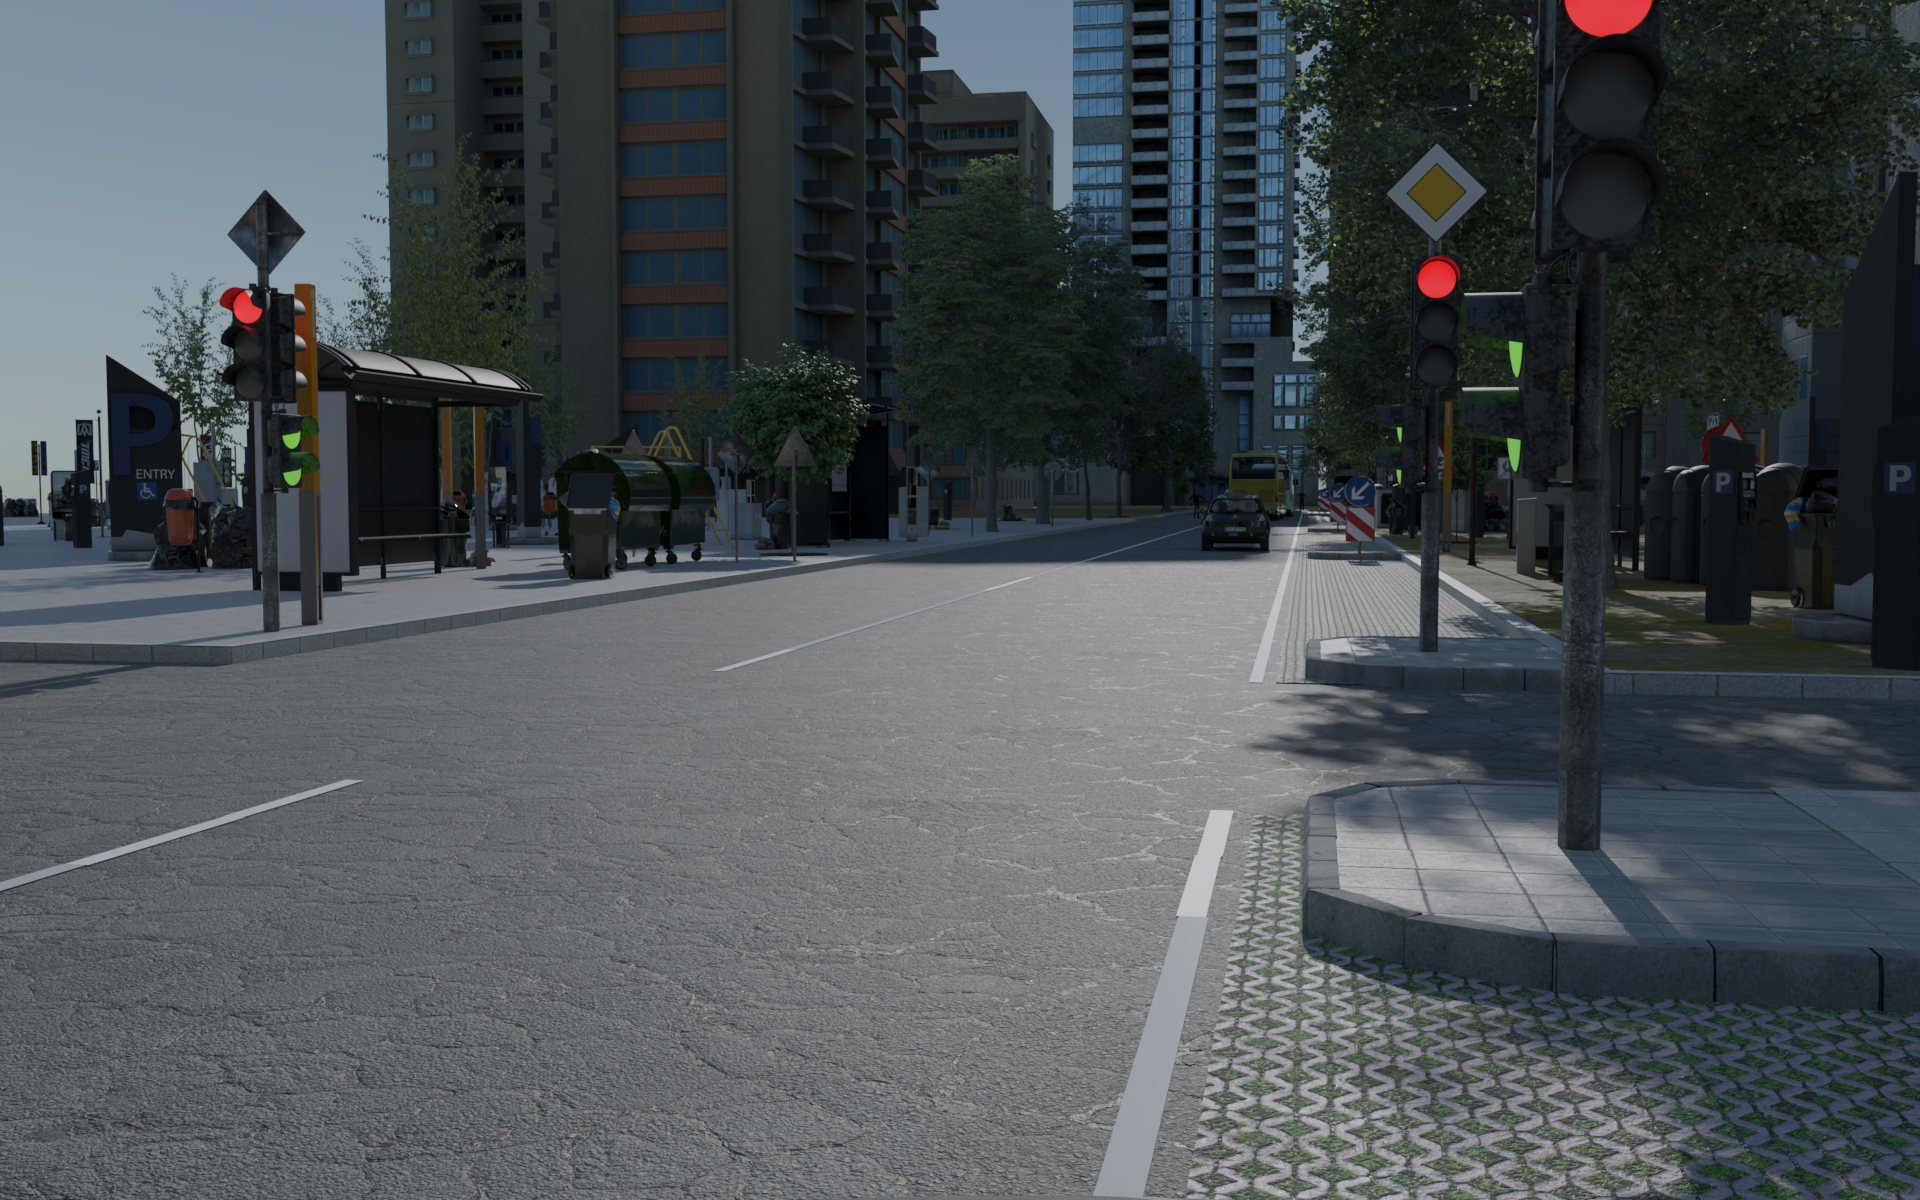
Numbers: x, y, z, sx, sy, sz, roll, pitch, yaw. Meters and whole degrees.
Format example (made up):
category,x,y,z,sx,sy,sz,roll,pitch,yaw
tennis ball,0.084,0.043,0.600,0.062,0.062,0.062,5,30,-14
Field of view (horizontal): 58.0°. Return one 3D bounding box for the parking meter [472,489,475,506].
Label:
category,x,y,z,sx,sy,sz,roll,pitch,yaw
parking meter,-26.420,-5.270,94.580,0.372,1.533,0.369,0,3,0

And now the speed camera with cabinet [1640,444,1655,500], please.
category,x,y,z,sx,sy,sz,roll,pitch,yaw
speed camera with cabinet,26.437,-4.549,68.720,2.038,3.252,0.660,1,4,17

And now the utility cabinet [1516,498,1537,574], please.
category,x,y,z,sx,sy,sz,roll,pitch,yaw
utility cabinet,9.272,-1.053,28.384,0.306,1.237,1.020,1,4,17

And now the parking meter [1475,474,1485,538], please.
category,x,y,z,sx,sy,sz,roll,pitch,yaw
parking meter,15.261,-2.776,51.092,0.255,1.863,0.399,-1,4,-15

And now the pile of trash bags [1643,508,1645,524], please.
category,x,y,z,sx,sy,sz,roll,pitch,yaw
pile of trash bags,29.698,-3.960,74.499,3.447,1.369,1.912,1,4,15

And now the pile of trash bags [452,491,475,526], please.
category,x,y,z,sx,sy,sz,roll,pitch,yaw
pile of trash bags,-14.096,-2.053,43.324,3.447,1.369,1.912,-2,4,-24

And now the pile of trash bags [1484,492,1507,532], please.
category,x,y,z,sx,sy,sz,roll,pitch,yaw
pile of trash bags,18.800,-3.043,59.501,1.912,1.369,3.447,0,4,-7

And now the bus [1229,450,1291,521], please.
category,x,y,z,sx,sy,sz,roll,pitch,yaw
bus,16.645,-6.393,96.073,2.896,3.916,12.252,1,4,13

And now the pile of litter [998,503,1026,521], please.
category,x,y,z,sx,sy,sz,roll,pitch,yaw
pile of litter,2.428,-4.152,81.856,1.176,0.858,1.719,-1,4,-22

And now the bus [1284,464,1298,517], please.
category,x,y,z,sx,sy,sz,roll,pitch,yaw
bus,20.284,-7.163,111.967,2.948,3.499,13.247,1,4,12

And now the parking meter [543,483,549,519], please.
category,x,y,z,sx,sy,sz,roll,pitch,yaw
parking meter,-21.247,-5.100,89.100,0.255,1.863,0.399,2,4,34

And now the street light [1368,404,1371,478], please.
category,x,y,z,sx,sy,sz,roll,pitch,yaw
street light,20.525,-6.975,86.837,0.468,5.910,1.993,1,4,11

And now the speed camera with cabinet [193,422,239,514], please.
category,x,y,z,sx,sy,sz,roll,pitch,yaw
speed camera with cabinet,-20.612,-3.280,47.971,0.660,3.252,2.038,0,4,-5

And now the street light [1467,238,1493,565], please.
category,x,y,z,sx,sy,sz,roll,pitch,yaw
street light,9.248,-3.568,31.120,0.468,5.910,1.993,1,4,11

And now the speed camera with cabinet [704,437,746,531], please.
category,x,y,z,sx,sy,sz,roll,pitch,yaw
speed camera with cabinet,-8.388,-4.060,60.716,0.660,3.252,2.038,2,4,35

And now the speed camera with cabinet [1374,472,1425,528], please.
category,x,y,z,sx,sy,sz,roll,pitch,yaw
speed camera with cabinet,17.019,-4.418,66.563,2.038,3.252,0.660,0,4,2

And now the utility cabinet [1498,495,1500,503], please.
category,x,y,z,sx,sy,sz,roll,pitch,yaw
utility cabinet,23.579,-4.051,77.402,1.020,1.237,0.306,0,4,7

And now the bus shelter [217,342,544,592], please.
category,x,y,z,sx,sy,sz,roll,pitch,yaw
bus shelter,-8.194,-1.917,25.262,2.014,3.302,5.546,1,4,11

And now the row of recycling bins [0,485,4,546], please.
category,x,y,z,sx,sy,sz,roll,pitch,yaw
row of recycling bins,-24.795,-2.247,43.849,1.069,1.692,3.534,-2,4,-29

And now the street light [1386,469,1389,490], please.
category,x,y,z,sx,sy,sz,roll,pitch,yaw
street light,16.842,-5.837,68.229,0.468,5.910,1.993,1,4,11

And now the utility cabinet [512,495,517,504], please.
category,x,y,z,sx,sy,sz,roll,pitch,yaw
utility cabinet,-23.970,-4.980,92.583,0.306,1.237,1.020,-2,4,-30

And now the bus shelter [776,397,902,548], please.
category,x,y,z,sx,sy,sz,roll,pitch,yaw
bus shelter,-3.025,-3.254,44.479,1.731,3.624,6.357,1,4,11

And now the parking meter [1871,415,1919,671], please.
category,x,y,z,sx,sy,sz,roll,pitch,yaw
parking meter,6.931,-0.428,12.707,0.255,1.863,0.399,-2,4,-34

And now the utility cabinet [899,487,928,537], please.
category,x,y,z,sx,sy,sz,roll,pitch,yaw
utility cabinet,-1.403,-2.641,51.864,0.318,1.500,1.173,2,4,31

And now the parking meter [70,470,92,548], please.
category,x,y,z,sx,sy,sz,roll,pitch,yaw
parking meter,-20.880,-2.167,41.134,0.255,1.863,0.399,3,5,40

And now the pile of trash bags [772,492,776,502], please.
category,x,y,z,sx,sy,sz,roll,pitch,yaw
pile of trash bags,-5.250,-3.312,63.910,3.447,1.369,1.912,1,4,9

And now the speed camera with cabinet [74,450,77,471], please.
category,x,y,z,sx,sy,sz,roll,pitch,yaw
speed camera with cabinet,-40.186,-5.116,77.988,0.660,3.252,2.038,-3,5,-42

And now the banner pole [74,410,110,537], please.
category,x,y,z,sx,sy,sz,roll,pitch,yaw
banner pole,-25.694,-3.746,51.266,0.863,3.779,0.401,-2,4,-25

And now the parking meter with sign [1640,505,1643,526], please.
category,x,y,z,sx,sy,sz,roll,pitch,yaw
parking meter with sign,26.631,-4.498,69.806,1.738,3.016,0.543,3,5,42

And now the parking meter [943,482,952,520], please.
category,x,y,z,sx,sy,sz,roll,pitch,yaw
parking meter,-0.605,-4.816,84.450,0.255,1.863,0.399,-3,5,-43

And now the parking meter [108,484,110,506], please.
category,x,y,z,sx,sy,sz,roll,pitch,yaw
parking meter,-18.728,-2.011,38.597,0.399,1.863,0.255,0,4,-5

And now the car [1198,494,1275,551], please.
category,x,y,z,sx,sy,sz,roll,pitch,yaw
car,7.163,-2.149,44.917,2.009,1.686,4.222,1,4,10

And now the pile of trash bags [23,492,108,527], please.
category,x,y,z,sx,sy,sz,roll,pitch,yaw
pile of trash bags,-34.400,-3.501,66.989,1.912,1.369,3.447,0,4,-7

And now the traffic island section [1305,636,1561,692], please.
category,x,y,z,sx,sy,sz,roll,pitch,yaw
traffic island section,3.842,0.499,14.123,2.009,0.180,2.903,1,4,11

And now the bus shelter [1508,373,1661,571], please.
category,x,y,z,sx,sy,sz,roll,pitch,yaw
bus shelter,11.052,-2.288,31.333,2.014,3.302,5.546,1,4,11

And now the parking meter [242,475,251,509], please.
category,x,y,z,sx,sy,sz,roll,pitch,yaw
parking meter,-21.942,-2.920,53.459,0.399,1.863,0.255,2,4,29

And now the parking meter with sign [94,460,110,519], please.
category,x,y,z,sx,sy,sz,roll,pitch,yaw
parking meter with sign,-43.497,-5.671,88.989,1.738,3.016,0.543,0,4,-6

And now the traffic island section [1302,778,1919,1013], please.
category,x,y,z,sx,sy,sz,roll,pitch,yaw
traffic island section,2.270,0.978,6.293,2.009,0.180,2.903,1,4,11

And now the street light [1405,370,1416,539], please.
category,x,y,z,sx,sy,sz,roll,pitch,yaw
street light,13.024,-4.704,49.700,0.468,5.910,1.993,1,4,11

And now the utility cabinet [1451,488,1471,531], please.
category,x,y,z,sx,sy,sz,roll,pitch,yaw
utility cabinet,17.094,-3.116,59.620,0.318,1.500,1.173,-1,4,-22

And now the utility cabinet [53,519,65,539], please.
category,x,y,z,sx,sy,sz,roll,pitch,yaw
utility cabinet,-25.556,-2.491,49.402,0.318,1.500,1.173,-1,4,-14

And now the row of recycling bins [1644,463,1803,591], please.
category,x,y,z,sx,sy,sz,roll,pitch,yaw
row of recycling bins,10.809,-1.064,24.506,1.069,1.692,3.534,0,4,-6

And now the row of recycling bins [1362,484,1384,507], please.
category,x,y,z,sx,sy,sz,roll,pitch,yaw
row of recycling bins,18.687,-3.971,72.036,3.534,1.692,1.069,2,4,30

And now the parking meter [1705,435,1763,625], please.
category,x,y,z,sx,sy,sz,roll,pitch,yaw
parking meter,7.595,-0.694,17.056,0.255,1.863,0.399,-2,4,-29

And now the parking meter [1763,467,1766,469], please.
category,x,y,z,sx,sy,sz,roll,pitch,yaw
parking meter,15.733,-1.729,33.982,0.255,1.863,0.399,-3,5,-44

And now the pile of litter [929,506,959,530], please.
category,x,y,z,sx,sy,sz,roll,pitch,yaw
pile of litter,-0.841,-2.963,62.405,1.719,0.858,1.176,0,4,-3

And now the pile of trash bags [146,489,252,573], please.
category,x,y,z,sx,sy,sz,roll,pitch,yaw
pile of trash bags,-12.977,-1.218,29.667,1.912,1.369,3.447,-1,4,-11

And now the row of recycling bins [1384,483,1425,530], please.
category,x,y,z,sx,sy,sz,roll,pitch,yaw
row of recycling bins,16.781,-3.451,63.545,1.069,1.692,3.534,2,4,33

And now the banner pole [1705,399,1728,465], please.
category,x,y,z,sx,sy,sz,roll,pitch,yaw
banner pole,20.123,-3.428,46.066,0.401,3.779,0.863,-1,4,-23

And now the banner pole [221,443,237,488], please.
category,x,y,z,sx,sy,sz,roll,pitch,yaw
banner pole,-34.664,-5.646,82.330,0.863,3.779,0.401,-1,4,-11
